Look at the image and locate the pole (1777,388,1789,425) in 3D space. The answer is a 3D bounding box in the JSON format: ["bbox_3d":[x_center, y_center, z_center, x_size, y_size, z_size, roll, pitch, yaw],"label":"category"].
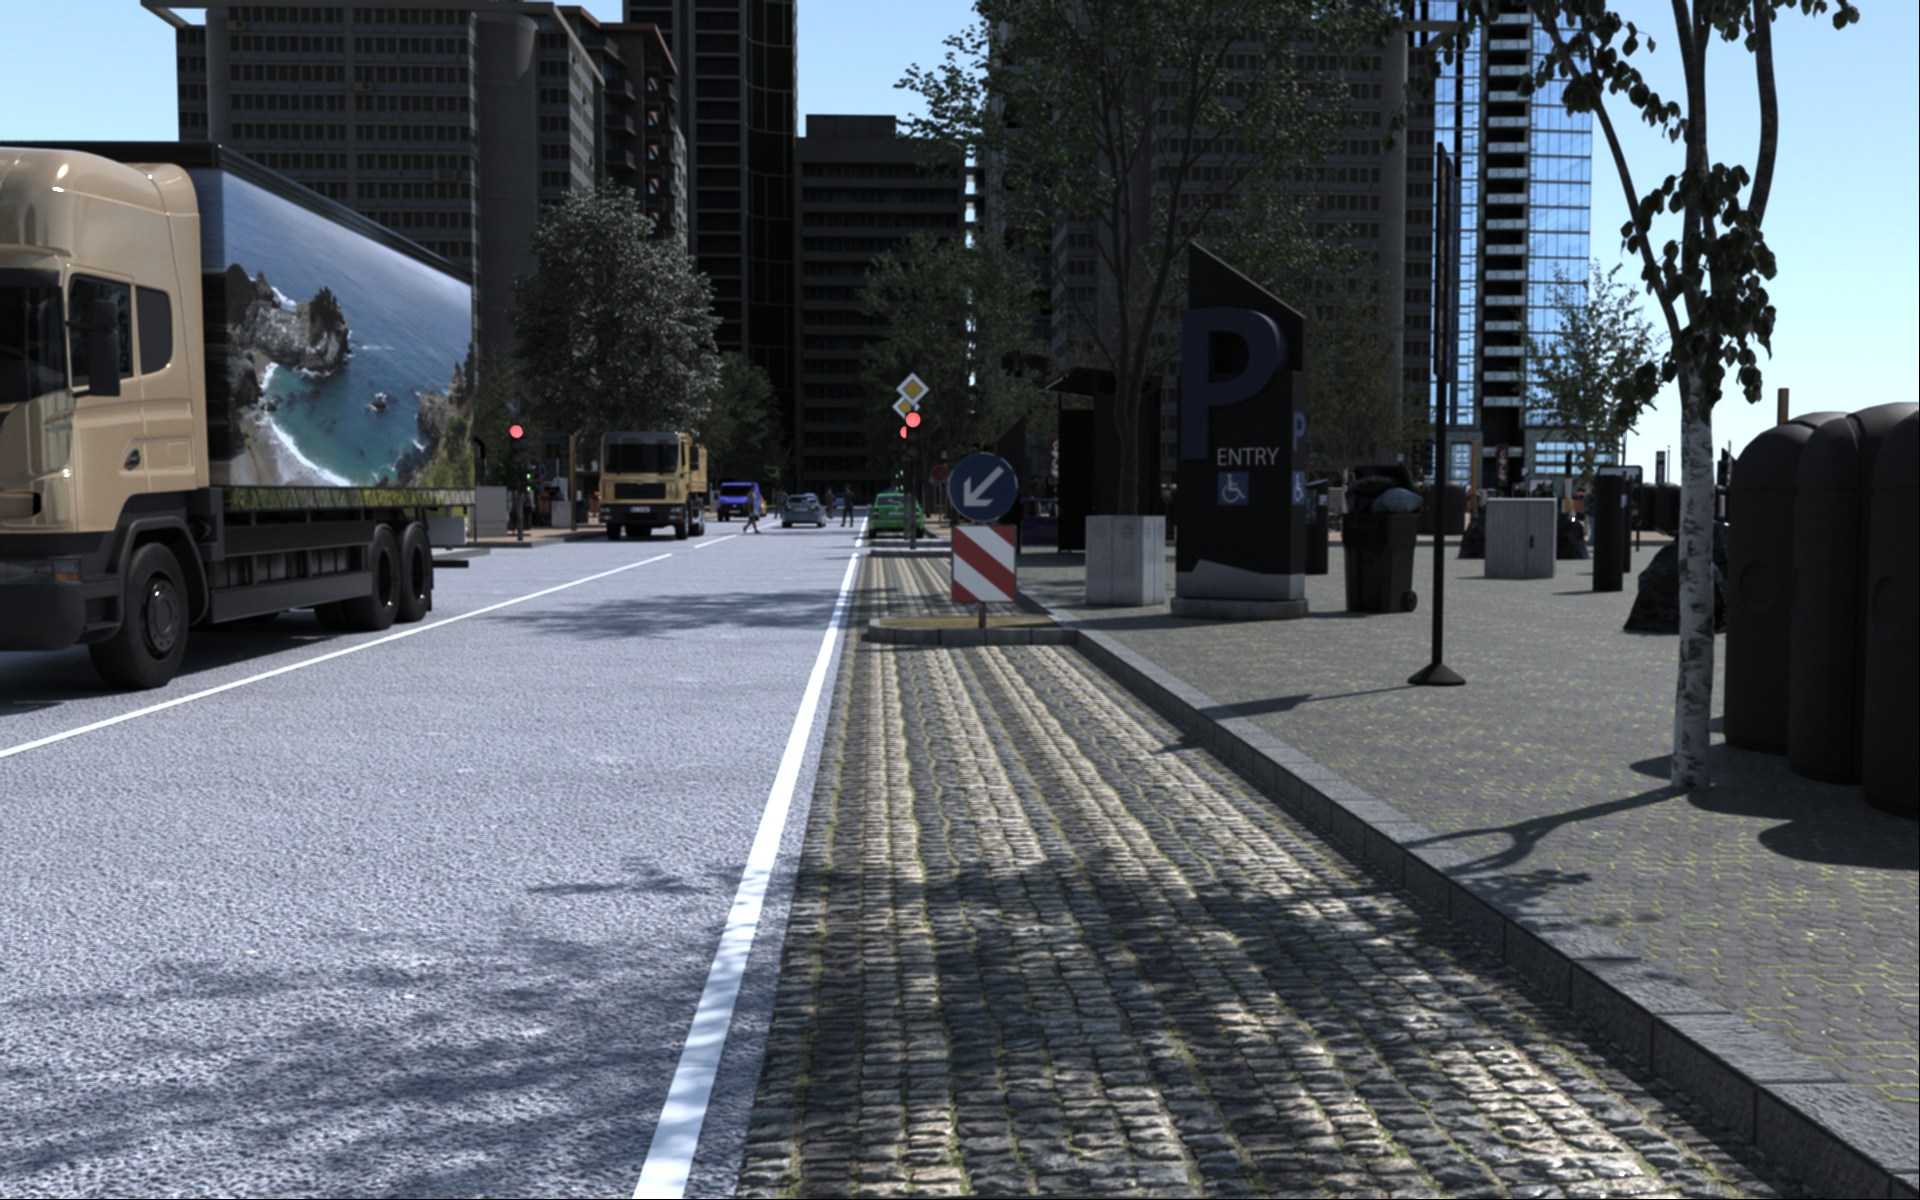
[{"bbox_3d":[15.838,-2.420,33.408,0.158,3.312,0.155,0,3,0],"label":"pole"}]

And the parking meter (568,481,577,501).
[{"bbox_3d":[-17.385,-4.402,77.687,0.399,1.863,0.255,0,4,-7],"label":"parking meter"}]

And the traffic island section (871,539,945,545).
[{"bbox_3d":[-1.466,-1.578,48.088,2.009,0.180,2.903,0,4,-3],"label":"traffic island section"}]

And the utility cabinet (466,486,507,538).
[{"bbox_3d":[-13.870,-2.570,50.694,1.173,1.500,0.318,-3,5,-42],"label":"utility cabinet"}]

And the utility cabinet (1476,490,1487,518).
[{"bbox_3d":[26.570,-4.870,88.309,0.318,1.500,1.173,0,4,-1],"label":"utility cabinet"}]

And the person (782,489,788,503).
[{"bbox_3d":[-12.988,-7.310,128.007,1.348,1.826,0.705,3,4,37],"label":"person"}]

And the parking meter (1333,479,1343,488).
[{"bbox_3d":[15.126,-3.891,69.328,0.255,1.863,0.399,-2,4,-34],"label":"parking meter"}]

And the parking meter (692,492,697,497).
[{"bbox_3d":[-16.275,-5.970,106.025,0.372,1.533,0.369,0,3,0],"label":"parking meter"}]

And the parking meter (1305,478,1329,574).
[{"bbox_3d":[5.717,-1.183,27.758,0.372,1.533,0.369,0,3,0],"label":"parking meter"}]

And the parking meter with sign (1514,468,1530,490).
[{"bbox_3d":[36.919,-7.223,114.355,0.543,3.016,1.738,3,5,45],"label":"parking meter with sign"}]

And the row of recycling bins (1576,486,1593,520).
[{"bbox_3d":[30.944,-4.687,83.737,1.069,1.692,3.534,-1,4,-11],"label":"row of recycling bins"}]

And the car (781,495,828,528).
[{"bbox_3d":[-6.726,-3.837,74.739,2.014,1.417,4.499,0,4,-2],"label":"car"}]

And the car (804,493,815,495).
[{"bbox_3d":[-16.480,-11.028,189.904,1.945,1.707,3.694,0,4,-3],"label":"car"}]

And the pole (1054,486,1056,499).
[{"bbox_3d":[4.342,-5.266,79.940,0.158,3.312,0.155,0,3,0],"label":"pole"}]

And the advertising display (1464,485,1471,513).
[{"bbox_3d":[34.784,-6.936,118.624,0.123,1.923,0.974,3,4,38],"label":"advertising display"}]

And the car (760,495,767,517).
[{"bbox_3d":[-13.013,-5.970,107.828,2.015,1.641,3.980,0,4,-2],"label":"car"}]

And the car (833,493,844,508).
[{"bbox_3d":[-11.867,-10.088,174.531,1.945,1.707,3.694,0,4,-2],"label":"car"}]

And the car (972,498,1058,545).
[{"bbox_3d":[2.194,-1.864,43.055,3.894,1.354,1.945,0,4,-2],"label":"car"}]

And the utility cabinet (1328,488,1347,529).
[{"bbox_3d":[13.486,-3.291,62.493,1.173,1.500,0.318,2,4,30],"label":"utility cabinet"}]

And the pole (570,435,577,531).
[{"bbox_3d":[-13.368,-4.038,59.870,0.158,3.312,0.155,0,3,0],"label":"pole"}]

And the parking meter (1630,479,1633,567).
[{"bbox_3d":[10.798,-1.220,28.363,0.372,1.533,0.369,0,3,0],"label":"parking meter"}]

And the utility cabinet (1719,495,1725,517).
[{"bbox_3d":[33.773,-4.056,77.479,0.306,1.237,1.020,-2,4,-34],"label":"utility cabinet"}]

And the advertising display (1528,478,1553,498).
[{"bbox_3d":[23.742,-4.014,70.842,0.974,1.923,0.123,1,4,8],"label":"advertising display"}]

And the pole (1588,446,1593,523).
[{"bbox_3d":[26.854,-4.896,73.887,0.158,3.312,0.155,0,3,0],"label":"pole"}]

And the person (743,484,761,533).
[{"bbox_3d":[-7.622,-3.340,63.205,0.778,1.811,0.616,2,4,27],"label":"person"}]

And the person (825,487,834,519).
[{"bbox_3d":[-7.495,-5.563,99.422,0.622,1.834,0.822,2,4,28],"label":"person"}]

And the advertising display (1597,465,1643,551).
[{"bbox_3d":[14.822,-2.063,38.942,0.974,1.923,0.123,3,5,40],"label":"advertising display"}]

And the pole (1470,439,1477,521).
[{"bbox_3d":[19.213,-4.338,64.768,0.158,3.312,0.155,0,3,0],"label":"pole"}]

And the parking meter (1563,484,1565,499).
[{"bbox_3d":[42.204,-7.022,120.527,0.255,1.863,0.399,3,4,36],"label":"parking meter"}]

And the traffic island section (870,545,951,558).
[{"bbox_3d":[-1.067,-1.091,40.113,2.009,0.180,2.903,0,4,-3],"label":"traffic island section"}]

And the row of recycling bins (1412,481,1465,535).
[{"bbox_3d":[15.381,-2.952,55.380,1.069,1.692,3.534,0,4,2],"label":"row of recycling bins"}]

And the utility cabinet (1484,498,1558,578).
[{"bbox_3d":[8.638,-0.950,26.689,1.020,1.237,0.306,2,4,29],"label":"utility cabinet"}]

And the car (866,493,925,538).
[{"bbox_3d":[-2.110,-2.944,56.937,1.959,1.807,4.718,0,4,-3],"label":"car"}]

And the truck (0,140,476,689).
[{"bbox_3d":[-7.138,-1.661,16.073,2.839,4.237,11.283,0,4,-1],"label":"truck"}]

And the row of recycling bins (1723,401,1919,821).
[{"bbox_3d":[4.231,-0.015,7.351,1.069,1.692,3.534,0,4,3],"label":"row of recycling bins"}]

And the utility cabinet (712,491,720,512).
[{"bbox_3d":[-16.780,-6.818,120.151,0.318,1.500,1.173,3,4,37],"label":"utility cabinet"}]

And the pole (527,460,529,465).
[{"bbox_3d":[-25.862,-6.711,103.574,0.158,3.312,0.155,0,3,0],"label":"pole"}]

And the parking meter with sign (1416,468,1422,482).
[{"bbox_3d":[29.776,-7.229,114.463,0.543,3.016,1.738,-2,4,-26],"label":"parking meter with sign"}]

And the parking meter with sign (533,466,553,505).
[{"bbox_3d":[-25.342,-6.731,106.311,1.738,3.016,0.543,0,4,2],"label":"parking meter with sign"}]

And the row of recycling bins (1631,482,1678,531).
[{"bbox_3d":[24.391,-3.257,60.372,1.069,1.692,3.534,-2,4,-30],"label":"row of recycling bins"}]

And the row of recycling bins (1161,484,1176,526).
[{"bbox_3d":[8.193,-3.919,71.192,1.069,1.692,3.534,-1,4,-14],"label":"row of recycling bins"}]

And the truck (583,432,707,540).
[{"bbox_3d":[-9.907,-3.691,56.279,3.469,3.379,9.791,0,4,-3],"label":"truck"}]

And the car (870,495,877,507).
[{"bbox_3d":[-6.594,-8.126,145.442,1.945,1.354,3.894,0,4,-1],"label":"car"}]

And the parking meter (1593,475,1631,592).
[{"bbox_3d":[8.590,-0.888,22.931,0.372,1.533,0.369,0,3,0],"label":"parking meter"}]

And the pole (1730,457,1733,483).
[{"bbox_3d":[42.250,-6.190,95.046,0.158,3.312,0.155,0,3,0],"label":"pole"}]

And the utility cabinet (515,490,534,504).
[{"bbox_3d":[-23.035,-5.075,91.648,1.173,1.500,0.318,3,4,38],"label":"utility cabinet"}]

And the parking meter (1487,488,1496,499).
[{"bbox_3d":[23.888,-4.248,77.862,0.372,1.533,0.369,0,3,0],"label":"parking meter"}]
